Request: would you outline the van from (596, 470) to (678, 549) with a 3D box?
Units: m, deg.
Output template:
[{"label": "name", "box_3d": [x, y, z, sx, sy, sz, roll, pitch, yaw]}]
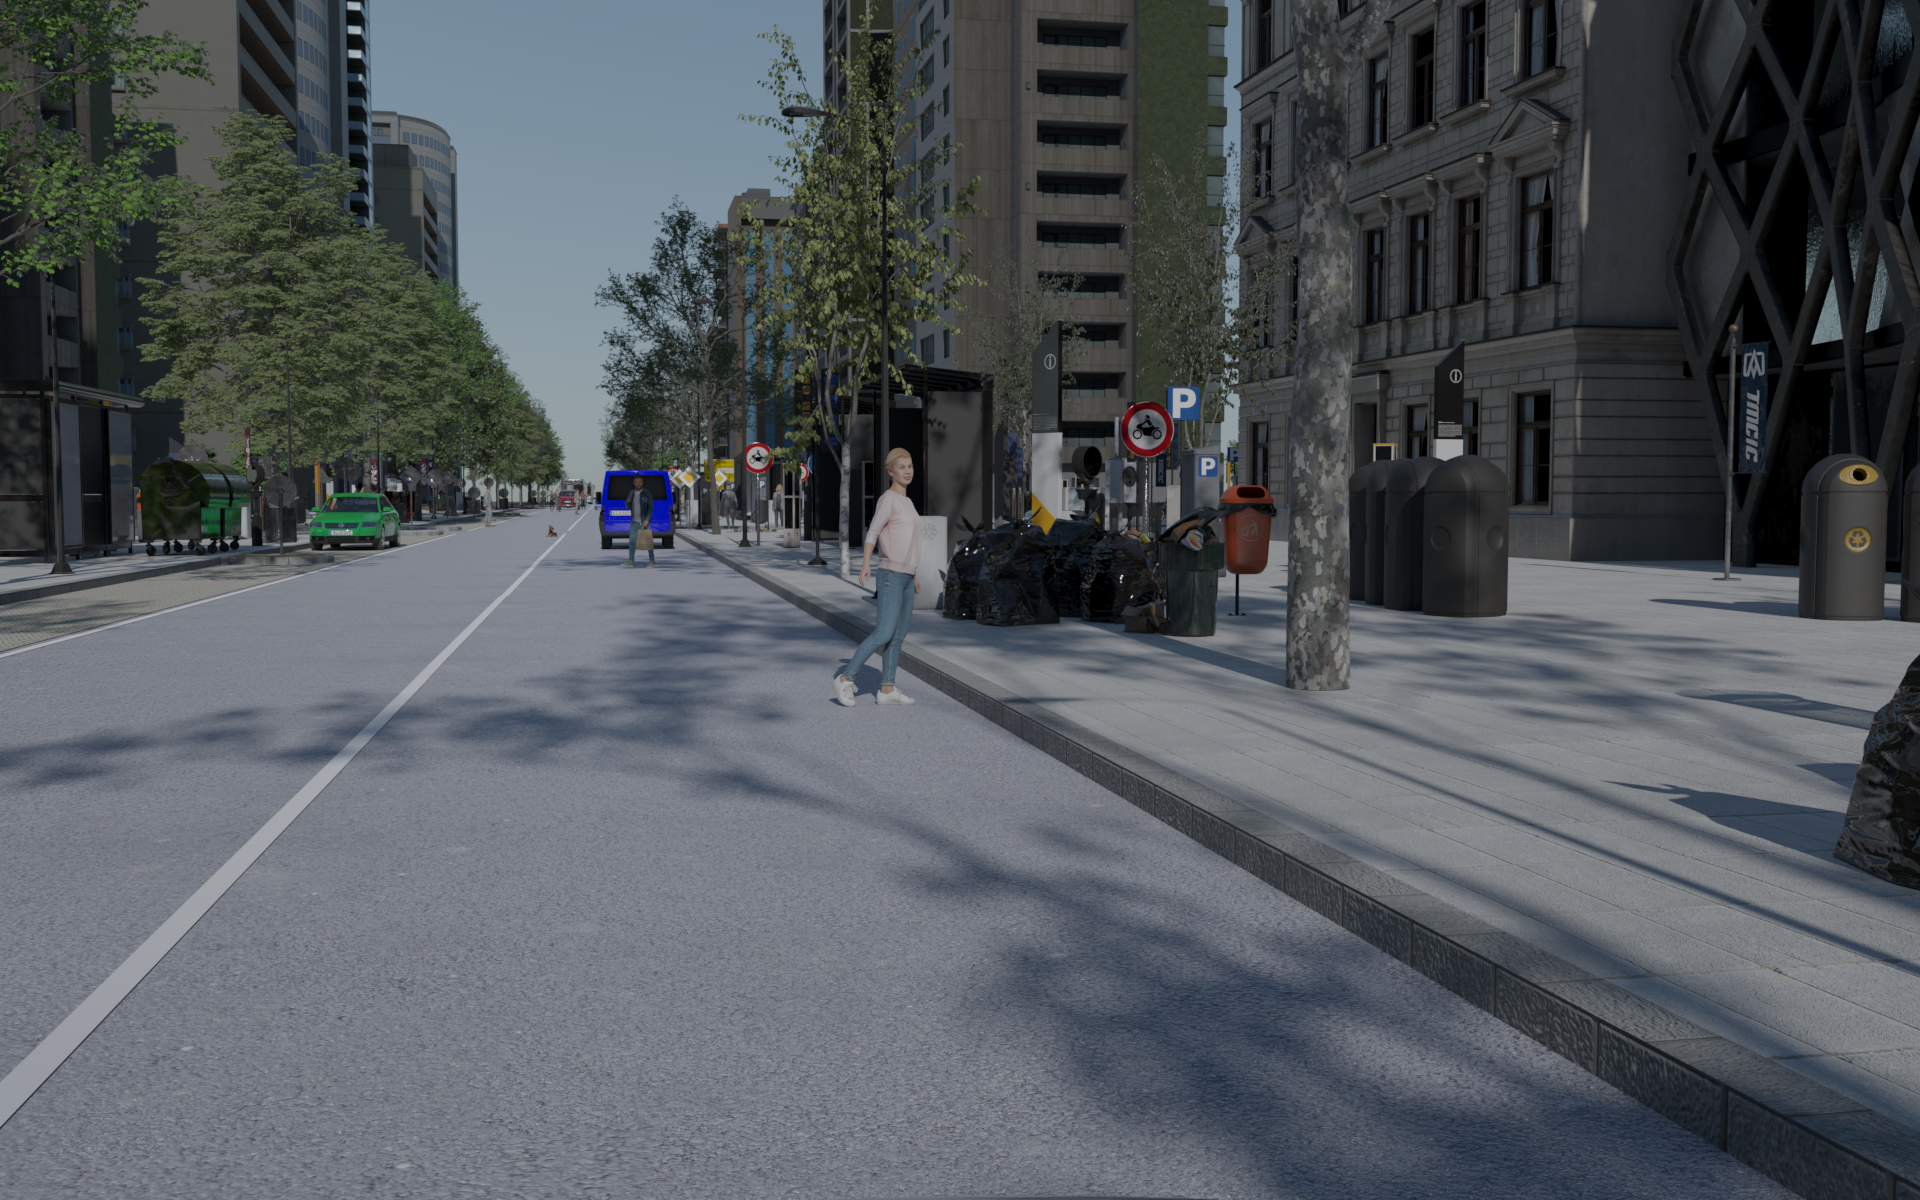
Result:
[{"label": "van", "box_3d": [-8.695, -2.583, 46.620, 2.240, 2.365, 5.245, -1, 4, -11]}]

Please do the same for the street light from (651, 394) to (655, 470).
[{"label": "street light", "box_3d": [-13.727, -6.627, 80.885, 1.470, 5.913, 1.316, -1, 4, -12]}]

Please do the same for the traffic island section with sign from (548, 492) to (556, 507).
[{"label": "traffic island section with sign", "box_3d": [-46.201, -11.240, 192.402, 1.989, 1.847, 2.006, -1, 4, -12]}]

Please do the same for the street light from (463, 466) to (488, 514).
[{"label": "street light", "box_3d": [-30.769, -8.364, 109.298, 1.470, 5.913, 1.316, -1, 4, -12]}]

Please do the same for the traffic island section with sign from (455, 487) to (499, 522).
[{"label": "traffic island section with sign", "box_3d": [-25.230, -4.987, 90.166, 1.989, 1.847, 2.006, -1, 4, -12]}]

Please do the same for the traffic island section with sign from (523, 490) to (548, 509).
[{"label": "traffic island section with sign", "box_3d": [-40.745, -9.611, 165.772, 1.989, 1.847, 2.006, -1, 4, -12]}]

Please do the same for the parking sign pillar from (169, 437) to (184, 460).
[{"label": "parking sign pillar", "box_3d": [-36.637, -5.709, 81.816, 1.447, 3.967, 1.447, -1, 4, -12]}]

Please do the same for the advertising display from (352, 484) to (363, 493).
[{"label": "advertising display", "box_3d": [-39.710, -6.673, 114.315, 0.974, 1.923, 0.123, 0, 4, -1]}]

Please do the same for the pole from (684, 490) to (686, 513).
[{"label": "pole", "box_3d": [-19.045, -7.733, 120.285, 0.158, 3.312, 0.155, 0, 3, 0]}]

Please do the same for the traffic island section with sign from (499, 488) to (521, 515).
[{"label": "traffic island section with sign", "box_3d": [-30.703, -6.617, 116.813, 1.989, 1.847, 2.006, -1, 4, -12]}]

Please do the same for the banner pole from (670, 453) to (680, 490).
[{"label": "banner pole", "box_3d": [-17.377, -7.057, 105.397, 0.863, 3.779, 0.401, -3, 5, -43]}]

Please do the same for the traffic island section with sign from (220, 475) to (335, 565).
[{"label": "traffic island section with sign", "box_3d": [-14.115, -1.671, 35.945, 1.989, 1.847, 2.006, -1, 4, -12]}]

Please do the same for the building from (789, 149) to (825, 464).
[{"label": "building", "box_3d": [-5.940, -30.956, 198.006, 32.217, 40.220, 23.993, -1, 4, -12]}]

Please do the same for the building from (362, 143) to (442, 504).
[{"label": "building", "box_3d": [-84.570, -37.780, 241.397, 21.300, 48.544, 21.600, -1, 4, -12]}]

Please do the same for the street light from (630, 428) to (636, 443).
[{"label": "street light", "box_3d": [-22.308, -9.153, 122.195, 1.470, 5.913, 1.316, -1, 4, -12]}]

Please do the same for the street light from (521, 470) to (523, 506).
[{"label": "street light", "box_3d": [-41.626, -11.645, 162.944, 1.470, 5.913, 1.316, -1, 4, -12]}]

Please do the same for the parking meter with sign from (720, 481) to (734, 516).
[{"label": "parking meter with sign", "box_3d": [-13.233, -6.320, 99.586, 0.543, 3.016, 1.738, -3, 5, -43]}]

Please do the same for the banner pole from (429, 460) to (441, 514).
[{"label": "banner pole", "box_3d": [-34.239, -7.514, 112.873, 0.401, 3.779, 0.863, 3, 4, 38]}]

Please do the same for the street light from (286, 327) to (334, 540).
[{"label": "street light", "box_3d": [-18.087, -4.626, 48.180, 1.470, 5.913, 1.316, -1, 4, -12]}]

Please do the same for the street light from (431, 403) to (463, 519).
[{"label": "street light", "box_3d": [-26.451, -7.108, 88.759, 1.470, 5.913, 1.316, -1, 4, -12]}]

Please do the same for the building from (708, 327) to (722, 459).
[{"label": "building", "box_3d": [-36.264, -32.135, 297.105, 14.160, 30.474, 14.107, -1, 4, -12]}]

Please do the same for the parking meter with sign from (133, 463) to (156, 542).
[{"label": "parking meter with sign", "box_3d": [-22.323, -3.037, 45.922, 1.738, 3.016, 0.543, -1, 4, -8]}]

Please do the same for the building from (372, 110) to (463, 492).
[{"label": "building", "box_3d": [-88.784, -44.257, 265.607, 21.231, 58.520, 28.212, -1, 4, -12]}]

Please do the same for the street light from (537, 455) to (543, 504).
[{"label": "street light", "box_3d": [-49.998, -14.146, 203.832, 1.470, 5.913, 1.316, -1, 4, -12]}]

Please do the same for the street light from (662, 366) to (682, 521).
[{"label": "street light", "box_3d": [-9.880, -5.465, 61.892, 1.470, 5.913, 1.316, -1, 4, -12]}]

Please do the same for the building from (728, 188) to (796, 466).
[{"label": "building", "box_3d": [-26.422, -36.910, 253.593, 14.600, 45.320, 14.200, -1, 4, -12]}]

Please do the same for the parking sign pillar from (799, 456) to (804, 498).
[{"label": "parking sign pillar", "box_3d": [-11.535, -8.227, 122.984, 1.447, 3.967, 1.447, 1, 4, 18]}]

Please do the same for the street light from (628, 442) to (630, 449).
[{"label": "street light", "box_3d": [-26.406, -10.409, 142.725, 1.470, 5.913, 1.316, -1, 4, -12]}]

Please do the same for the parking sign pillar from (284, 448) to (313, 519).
[{"label": "parking sign pillar", "box_3d": [-39.042, -6.930, 101.773, 1.447, 3.967, 1.447, 0, 4, 5]}]

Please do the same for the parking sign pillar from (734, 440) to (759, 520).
[{"label": "parking sign pillar", "box_3d": [-10.653, -6.016, 86.841, 1.447, 3.967, 1.447, 1, 4, 14]}]

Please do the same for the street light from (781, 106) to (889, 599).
[{"label": "street light", "box_3d": [-1.448, -2.964, 21.003, 1.470, 5.913, 1.316, -1, 4, -12]}]

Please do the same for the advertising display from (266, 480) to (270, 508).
[{"label": "advertising display", "box_3d": [-30.896, -4.434, 77.712, 0.123, 1.923, 0.974, -3, 5, -39]}]

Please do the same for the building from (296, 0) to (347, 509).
[{"label": "building", "box_3d": [-65.475, -37.115, 148.823, 21.231, 58.520, 28.212, -1, 4, -12]}]

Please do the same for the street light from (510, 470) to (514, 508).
[{"label": "street light", "box_3d": [-37.561, -10.390, 142.416, 1.470, 5.913, 1.316, -1, 4, -12]}]

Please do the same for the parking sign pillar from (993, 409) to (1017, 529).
[{"label": "parking sign pillar", "box_3d": [1.444, -4.097, 55.464, 1.447, 3.967, 1.447, -1, 4, -12]}]

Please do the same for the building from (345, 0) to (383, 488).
[{"label": "building", "box_3d": [-71.590, -52.906, 177.681, 22.319, 86.520, 31.000, -1, 4, -12]}]

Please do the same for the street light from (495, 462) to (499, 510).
[{"label": "street light", "box_3d": [-34.869, -9.616, 129.760, 1.470, 5.913, 1.316, -1, 4, -12]}]

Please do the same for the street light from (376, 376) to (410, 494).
[{"label": "street light", "box_3d": [-22.229, -5.831, 67.883, 1.470, 5.913, 1.316, -1, 4, -12]}]

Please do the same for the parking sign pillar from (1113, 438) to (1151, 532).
[{"label": "parking sign pillar", "box_3d": [5.788, -4.291, 58.626, 1.447, 3.967, 1.447, -3, 4, -36]}]

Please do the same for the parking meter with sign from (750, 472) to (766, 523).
[{"label": "parking meter with sign", "box_3d": [-8.954, -4.940, 77.022, 0.543, 3.016, 1.738, -2, 4, -30]}]

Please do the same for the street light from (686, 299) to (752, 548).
[{"label": "street light", "box_3d": [-5.710, -4.213, 41.432, 1.470, 5.913, 1.316, -1, 4, -12]}]

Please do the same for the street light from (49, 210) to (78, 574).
[{"label": "street light", "box_3d": [-13.892, -3.376, 27.738, 1.470, 5.913, 1.316, -1, 4, -12]}]

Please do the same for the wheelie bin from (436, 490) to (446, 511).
[{"label": "wheelie bin", "box_3d": [-38.285, -7.340, 127.910, 0.693, 1.594, 0.980, 0, 4, -4]}]

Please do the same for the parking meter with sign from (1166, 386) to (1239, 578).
[{"label": "parking meter with sign", "box_3d": [3.778, -1.900, 27.331, 0.543, 3.016, 1.738, -1, 4, -12]}]

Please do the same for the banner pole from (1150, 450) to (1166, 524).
[{"label": "banner pole", "box_3d": [8.396, -5.121, 73.751, 0.863, 3.779, 0.401, 0, 4, -1]}]

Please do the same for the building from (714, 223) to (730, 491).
[{"label": "building", "box_3d": [-27.773, -37.963, 275.322, 22.147, 44.769, 28.867, -1, 4, -12]}]

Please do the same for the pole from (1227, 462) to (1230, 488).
[{"label": "pole", "box_3d": [12.909, -5.467, 83.229, 0.158, 3.312, 0.155, 0, 3, 0]}]

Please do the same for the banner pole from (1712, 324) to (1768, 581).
[{"label": "banner pole", "box_3d": [11.501, -2.167, 25.440, 0.401, 3.779, 0.863, -2, 4, -24]}]

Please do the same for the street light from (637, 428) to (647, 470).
[{"label": "street light", "box_3d": [-17.947, -7.877, 101.322, 1.470, 5.913, 1.316, -1, 4, -12]}]

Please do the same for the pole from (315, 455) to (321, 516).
[{"label": "pole", "box_3d": [-29.725, -5.279, 80.148, 0.158, 3.312, 0.155, 0, 3, 0]}]
